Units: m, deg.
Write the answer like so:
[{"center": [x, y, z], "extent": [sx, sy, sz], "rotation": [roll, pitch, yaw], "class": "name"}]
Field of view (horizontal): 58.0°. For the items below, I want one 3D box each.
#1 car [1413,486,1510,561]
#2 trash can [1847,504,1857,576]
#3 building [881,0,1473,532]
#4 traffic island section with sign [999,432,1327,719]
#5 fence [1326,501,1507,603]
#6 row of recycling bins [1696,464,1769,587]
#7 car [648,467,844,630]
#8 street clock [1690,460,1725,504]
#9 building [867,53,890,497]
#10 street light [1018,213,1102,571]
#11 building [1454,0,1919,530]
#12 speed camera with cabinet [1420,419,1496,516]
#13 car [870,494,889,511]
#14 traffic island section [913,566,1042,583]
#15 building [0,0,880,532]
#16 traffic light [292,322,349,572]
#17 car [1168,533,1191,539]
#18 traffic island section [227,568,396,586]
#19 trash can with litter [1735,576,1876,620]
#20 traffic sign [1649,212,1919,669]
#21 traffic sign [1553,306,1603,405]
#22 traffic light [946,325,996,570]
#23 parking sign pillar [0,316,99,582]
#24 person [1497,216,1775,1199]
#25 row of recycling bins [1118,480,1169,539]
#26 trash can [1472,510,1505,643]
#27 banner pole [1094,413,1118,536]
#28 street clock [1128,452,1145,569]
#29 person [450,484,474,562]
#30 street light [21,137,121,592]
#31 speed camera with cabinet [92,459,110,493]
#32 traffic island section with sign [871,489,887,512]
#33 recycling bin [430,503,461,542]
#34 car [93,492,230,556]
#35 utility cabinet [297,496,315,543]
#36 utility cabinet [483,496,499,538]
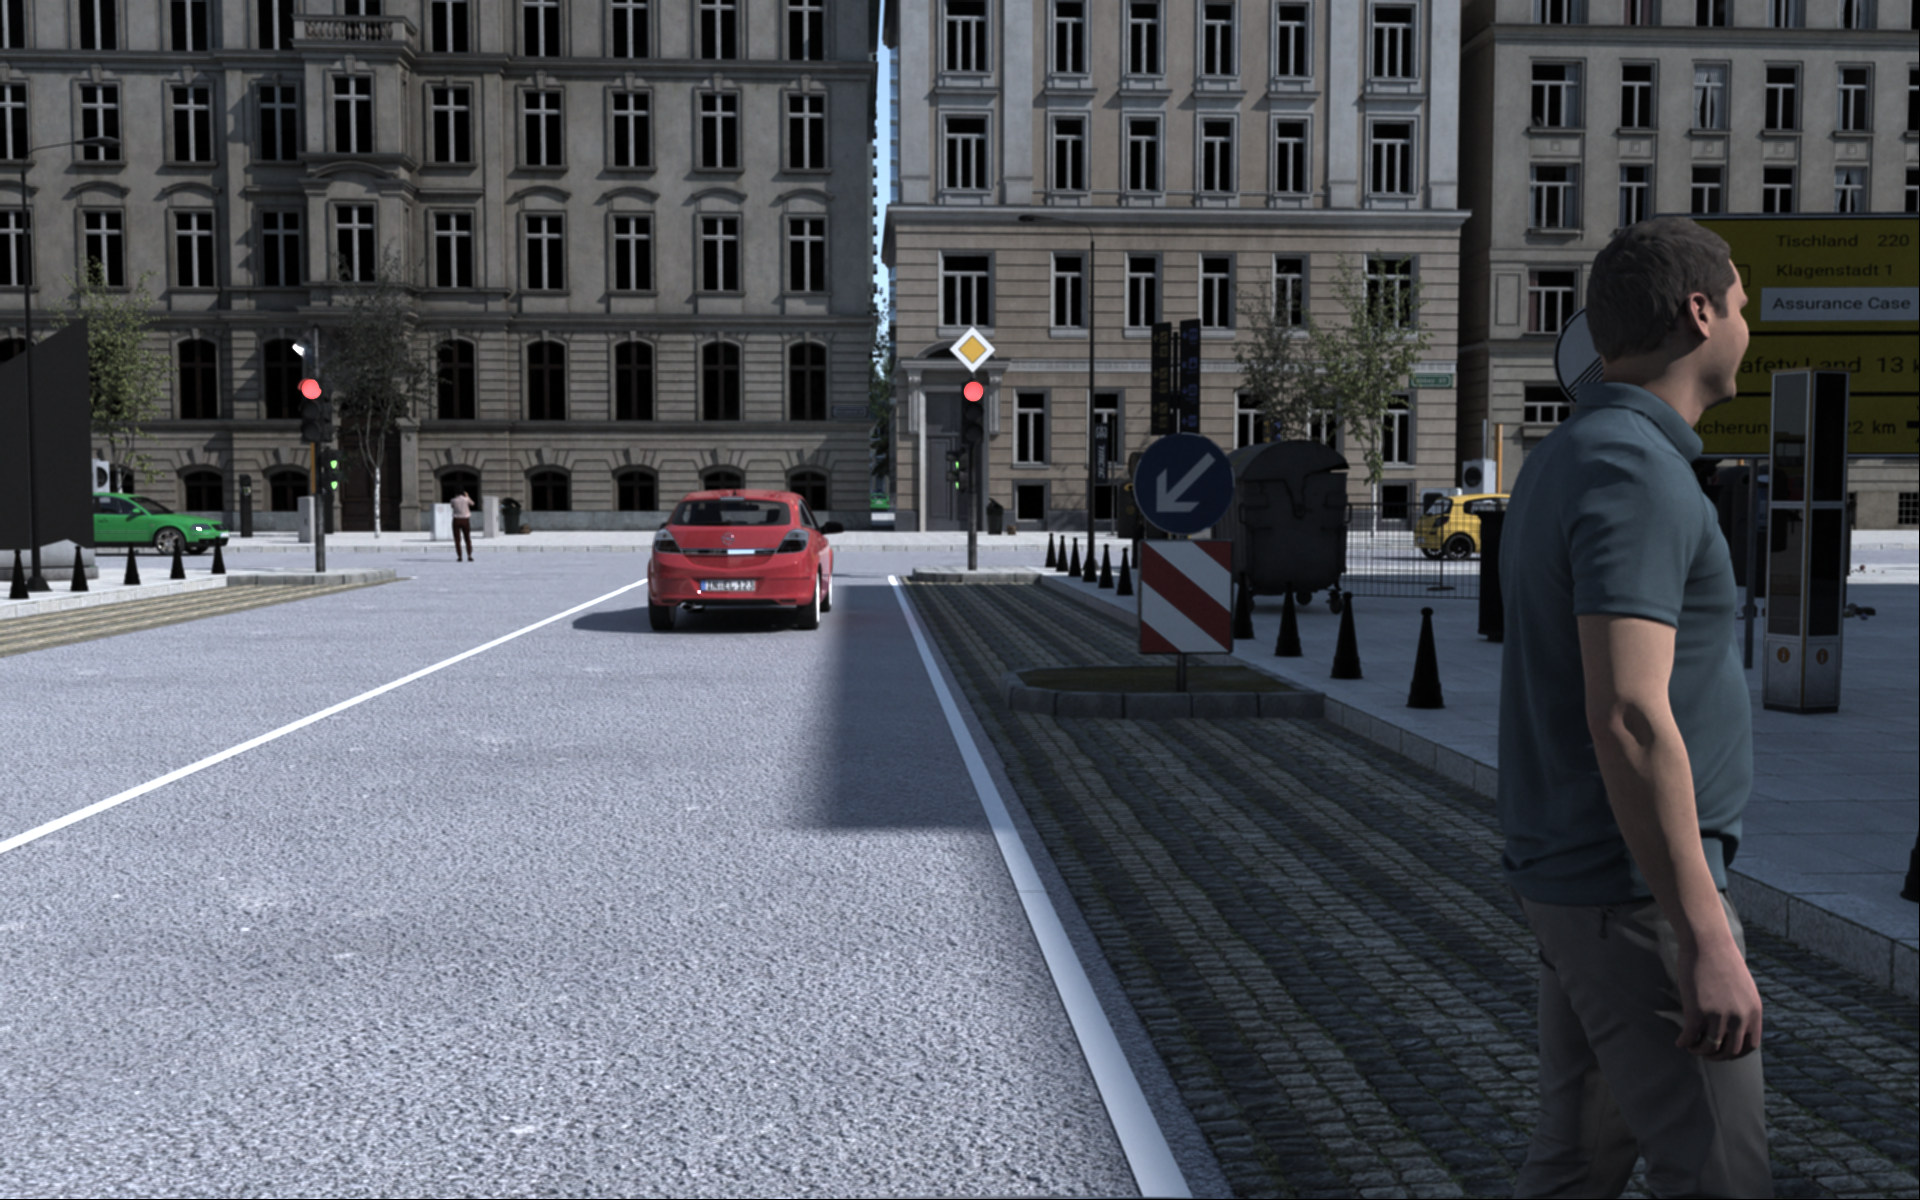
[{"center": [11.964, -1.682, 37.728], "extent": [3.980, 1.641, 2.015], "rotation": [0, 4, -4], "class": "car"}, {"center": [13.060, -0.880, 26.042], "extent": [0.748, 1.137, 0.748], "rotation": [0, 3, 0], "class": "trash can"}, {"center": [7.111, -17.046, 64.602], "extent": [20.117, 28.700, 13.634], "rotation": [0, 4, -3], "class": "building"}, {"center": [1.293, -0.201, 11.922], "extent": [1.989, 1.847, 2.006], "rotation": [0, 4, -3], "class": "traffic island section with sign"}, {"center": [5.442, -0.546, 20.134], "extent": [2.264, 1.192, 0.480], "rotation": [2, 4, 25], "class": "fence"}, {"center": [11.255, -1.124, 25.494], "extent": [1.069, 1.692, 3.534], "rotation": [0, 4, -1], "class": "row of recycling bins"}, {"center": [-2.418, -0.656, 19.760], "extent": [2.155, 1.783, 4.494], "rotation": [0, 4, -2], "class": "car"}, {"center": [6.327, -0.625, 14.791], "extent": [0.358, 2.002, 0.471], "rotation": [-1, 4, -9], "class": "street clock"}, {"center": [-23.914, -55.817, 225.284], "extent": [31.000, 86.520, 22.319], "rotation": [0, 4, -3], "class": "building"}, {"center": [1.659, -3.445, 28.869], "extent": [1.470, 5.913, 1.316], "rotation": [0, 4, -3], "class": "street light"}, {"center": [32.212, -14.370, 68.225], "extent": [30.059, 22.955, 16.112], "rotation": [0, 4, -3], "class": "building"}, {"center": [13.311, -3.182, 46.354], "extent": [0.660, 3.252, 2.038], "rotation": [-3, 4, -37], "class": "speed camera with cabinet"}, {"center": [-6.010, -7.315, 128.403], "extent": [1.959, 1.807, 4.718], "rotation": [0, 4, -3], "class": "car"}, {"center": [0.229, -0.421, 29.157], "extent": [2.009, 0.180, 2.903], "rotation": [0, 4, -3], "class": "traffic island section"}, {"center": [-20.288, -14.952, 63.551], "extent": [34.723, 24.649, 14.460], "rotation": [0, 4, -3], "class": "building"}, {"center": [-10.502, -2.413, 28.373], "extent": [0.839, 4.253, 0.868], "rotation": [0, 4, -3], "class": "traffic light"}, {"center": [6.845, -1.825, 40.066], "extent": [3.980, 1.641, 2.015], "rotation": [0, 4, -5], "class": "car"}, {"center": [-10.542, -0.381, 28.505], "extent": [2.009, 0.180, 2.903], "rotation": [0, 4, -3], "class": "traffic island section"}, {"center": [8.814, -0.446, 18.343], "extent": [2.233, 1.210, 1.678], "rotation": [-1, 4, -23], "class": "trash can with litter"}, {"center": [6.127, -1.147, 12.632], "extent": [2.265, 3.308, 0.079], "rotation": [0, 4, 2], "class": "traffic sign"}, {"center": [4.260, -0.693, 11.432], "extent": [0.768, 2.556, 0.104], "rotation": [0, 4, -2], "class": "traffic sign"}, {"center": [0.189, -2.454, 29.040], "extent": [0.839, 4.253, 0.868], "rotation": [0, 4, -3], "class": "traffic light"}, {"center": [-13.768, -2.292, 25.952], "extent": [1.447, 3.967, 1.447], "rotation": [-3, 4, -38], "class": "parking sign pillar"}, {"center": [0.954, 0.383, 2.370], "extent": [0.434, 1.807, 0.598], "rotation": [1, 4, 18], "class": "person"}, {"center": [6.020, -2.588, 49.428], "extent": [3.534, 1.692, 1.069], "rotation": [3, 5, 40], "class": "row of recycling bins"}, {"center": [4.839, -0.210, 15.084], "extent": [0.748, 1.137, 0.748], "rotation": [0, 3, 0], "class": "trash can"}, {"center": [4.512, -3.883, 53.499], "extent": [0.863, 3.779, 0.401], "rotation": [2, 4, 30], "class": "banner pole"}, {"center": [3.081, -1.545, 29.839], "extent": [0.358, 2.002, 0.471], "rotation": [-1, 4, -16], "class": "street clock"}, {"center": [-10.624, -1.647, 36.894], "extent": [0.517, 1.644, 0.566], "rotation": [2, 4, 24], "class": "person"}, {"center": [-11.615, -3.065, 22.652], "extent": [1.470, 5.913, 1.316], "rotation": [0, 4, -3], "class": "street light"}, {"center": [-23.202, -3.096, 44.950], "extent": [0.660, 3.252, 2.038], "rotation": [2, 4, 35], "class": "speed camera with cabinet"}, {"center": [-6.707, -8.200, 142.705], "extent": [1.989, 1.847, 2.006], "rotation": [0, 4, -3], "class": "traffic island section with sign"}, {"center": [-13.998, -2.114, 47.119], "extent": [0.722, 1.027, 0.722], "rotation": [-2, 4, -25], "class": "recycling bin"}, {"center": [-19.641, -1.945, 40.590], "extent": [4.718, 1.807, 1.959], "rotation": [0, 4, -4], "class": "car"}, {"center": [-17.168, -2.110, 45.662], "extent": [0.306, 1.237, 1.020], "rotation": [-3, 4, -37], "class": "utility cabinet"}, {"center": [-13.737, -2.422, 50.764], "extent": [0.306, 1.237, 1.020], "rotation": [0, 4, -5], "class": "utility cabinet"}]
